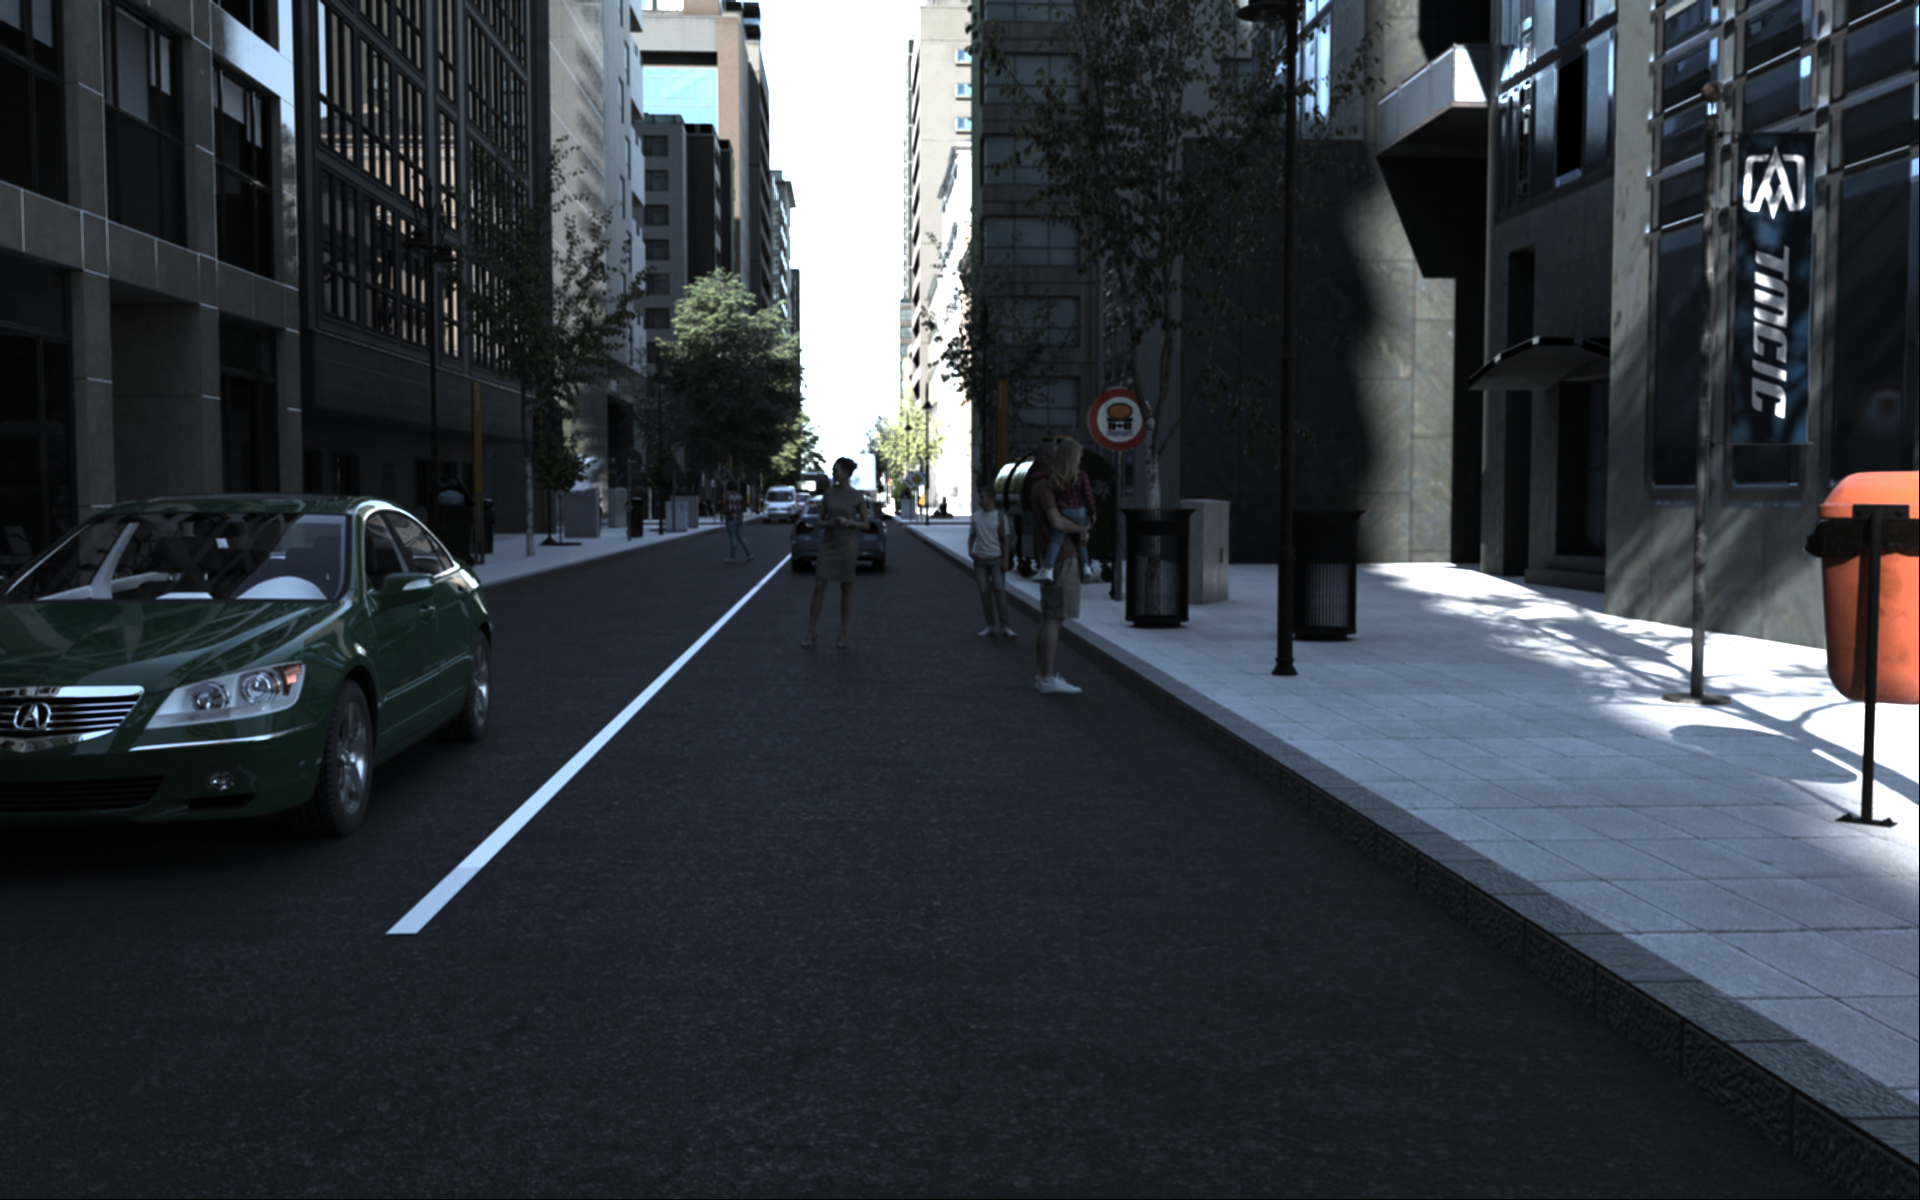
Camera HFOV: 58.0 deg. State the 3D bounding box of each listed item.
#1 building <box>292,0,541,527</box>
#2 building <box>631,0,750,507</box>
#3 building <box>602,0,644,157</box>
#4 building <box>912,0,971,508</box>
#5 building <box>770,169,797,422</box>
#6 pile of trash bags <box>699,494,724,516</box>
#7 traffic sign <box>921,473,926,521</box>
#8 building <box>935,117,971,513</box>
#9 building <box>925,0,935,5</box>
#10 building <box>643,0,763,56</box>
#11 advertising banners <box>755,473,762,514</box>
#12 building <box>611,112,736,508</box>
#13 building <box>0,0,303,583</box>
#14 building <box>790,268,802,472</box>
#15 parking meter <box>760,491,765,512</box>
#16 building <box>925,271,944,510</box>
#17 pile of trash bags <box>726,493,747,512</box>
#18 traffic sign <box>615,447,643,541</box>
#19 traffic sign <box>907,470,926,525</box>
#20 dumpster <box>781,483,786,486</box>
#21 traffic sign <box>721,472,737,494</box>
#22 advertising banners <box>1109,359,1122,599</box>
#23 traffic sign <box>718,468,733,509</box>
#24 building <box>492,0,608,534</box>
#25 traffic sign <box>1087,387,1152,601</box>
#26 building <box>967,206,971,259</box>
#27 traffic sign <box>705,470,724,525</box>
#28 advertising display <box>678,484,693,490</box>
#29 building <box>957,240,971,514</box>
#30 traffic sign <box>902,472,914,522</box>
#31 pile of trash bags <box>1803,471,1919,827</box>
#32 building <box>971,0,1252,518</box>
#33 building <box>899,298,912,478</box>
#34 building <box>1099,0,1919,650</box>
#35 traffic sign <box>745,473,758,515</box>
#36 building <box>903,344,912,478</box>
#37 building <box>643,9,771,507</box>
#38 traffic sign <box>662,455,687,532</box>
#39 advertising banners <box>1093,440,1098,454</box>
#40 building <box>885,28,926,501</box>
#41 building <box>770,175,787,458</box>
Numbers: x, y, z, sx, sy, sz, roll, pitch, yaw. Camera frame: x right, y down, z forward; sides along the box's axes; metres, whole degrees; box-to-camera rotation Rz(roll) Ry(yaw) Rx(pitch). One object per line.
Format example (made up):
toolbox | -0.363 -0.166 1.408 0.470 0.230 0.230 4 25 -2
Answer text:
building | -18.959 -15.063 39.782 14.314 27.812 24.014 0 4 -4
building | -26.831 -31.216 160.493 14.600 45.320 14.200 0 4 -4
building | -32.508 -31.047 96.858 28.713 52.752 27.495 0 4 -4
building | 6.348 -33.256 167.438 21.300 48.544 21.600 0 4 -4
building | -41.294 -42.424 282.871 28.713 52.752 27.495 0 4 -4
pile of trash bags | -15.848 -5.566 100.753 3.447 1.369 1.912 2 4 29
traffic sign | -1.787 -4.821 80.949 0.606 2.300 0.079 0 4 0
building | 5.446 -20.816 126.241 13.634 28.700 20.117 0 4 -4
building | 4.664 -45.841 187.749 20.563 71.187 20.611 0 4 -4
building | -32.949 -54.485 203.497 22.319 86.520 31.000 0 4 -4
advertising banners | -13.057 -7.112 112.466 0.090 3.025 2.074 0 4 7
building | -24.986 -22.210 134.831 14.160 30.474 14.107 0 4 -4
building | -19.522 -12.611 10.705 19.350 26.468 34.151 0 4 -4
building | -35.168 -37.985 304.651 14.154 41.232 14.086 0 4 -4
parking meter | -14.214 -7.121 124.836 0.372 1.533 0.369 0 3 0
building | 2.297 -18.124 145.476 9.793 20.994 18.267 0 4 -4
pile of trash bags | -15.953 -6.784 120.668 1.912 1.369 3.447 0 4 4
traffic sign | -9.019 -2.880 47.195 0.768 2.556 0.104 0 4 1
traffic sign | -1.771 -4.147 71.453 0.795 2.450 0.064 0 4 -4
dumpster | -15.108 -8.737 145.339 1.502 2.255 1.985 0 4 -3
traffic sign | -10.542 -4.605 78.935 0.795 2.450 0.064 0 4 -4
advertising banners | 1.991 -1.576 21.956 0.090 3.025 2.074 0 4 8
traffic sign | -11.424 -5.147 84.261 0.768 2.556 0.104 0 4 -2
building | -23.271 -14.818 60.305 19.932 24.808 12.078 0 4 -4
traffic sign | 1.903 -1.261 20.729 0.768 2.556 0.104 0 4 1
building | 12.749 -15.142 89.367 24.055 21.916 13.314 0 4 -4
traffic sign | -10.050 -4.118 70.965 0.795 2.450 0.064 0 4 -4
advertising display | -17.699 -6.519 111.803 0.974 1.923 0.123 1 4 12
building | 5.654 -14.815 106.845 10.561 19.102 19.286 0 4 -4
traffic sign | -2.262 -4.635 79.423 0.795 2.450 0.064 0 4 -4
pile of trash bags | 4.735 0.233 5.948 3.447 1.369 1.912 3 5 42
building | 7.286 -23.088 61.083 14.154 41.232 14.086 0 4 -4
building | -2.010 -29.573 255.220 14.160 30.474 14.107 0 4 -4
building | 15.461 -43.553 24.772 22.319 86.520 31.000 0 4 -4
traffic sign | -12.834 -6.517 106.661 0.768 2.556 0.104 0 4 0
building | 7.187 -22.577 214.175 27.650 21.520 28.899 0 4 -4
building | -30.659 -33.927 178.404 21.300 48.544 21.600 0 4 -4
traffic sign | -9.616 -3.557 58.166 0.884 2.594 0.081 0 4 4
advertising banners | 4.005 -3.504 53.477 0.090 3.025 2.074 -1 4 -8
building | -1.557 -60.228 297.406 22.319 86.520 31.000 0 4 -4
building | -36.902 -38.810 254.152 23.786 49.044 30.456 0 4 -4
